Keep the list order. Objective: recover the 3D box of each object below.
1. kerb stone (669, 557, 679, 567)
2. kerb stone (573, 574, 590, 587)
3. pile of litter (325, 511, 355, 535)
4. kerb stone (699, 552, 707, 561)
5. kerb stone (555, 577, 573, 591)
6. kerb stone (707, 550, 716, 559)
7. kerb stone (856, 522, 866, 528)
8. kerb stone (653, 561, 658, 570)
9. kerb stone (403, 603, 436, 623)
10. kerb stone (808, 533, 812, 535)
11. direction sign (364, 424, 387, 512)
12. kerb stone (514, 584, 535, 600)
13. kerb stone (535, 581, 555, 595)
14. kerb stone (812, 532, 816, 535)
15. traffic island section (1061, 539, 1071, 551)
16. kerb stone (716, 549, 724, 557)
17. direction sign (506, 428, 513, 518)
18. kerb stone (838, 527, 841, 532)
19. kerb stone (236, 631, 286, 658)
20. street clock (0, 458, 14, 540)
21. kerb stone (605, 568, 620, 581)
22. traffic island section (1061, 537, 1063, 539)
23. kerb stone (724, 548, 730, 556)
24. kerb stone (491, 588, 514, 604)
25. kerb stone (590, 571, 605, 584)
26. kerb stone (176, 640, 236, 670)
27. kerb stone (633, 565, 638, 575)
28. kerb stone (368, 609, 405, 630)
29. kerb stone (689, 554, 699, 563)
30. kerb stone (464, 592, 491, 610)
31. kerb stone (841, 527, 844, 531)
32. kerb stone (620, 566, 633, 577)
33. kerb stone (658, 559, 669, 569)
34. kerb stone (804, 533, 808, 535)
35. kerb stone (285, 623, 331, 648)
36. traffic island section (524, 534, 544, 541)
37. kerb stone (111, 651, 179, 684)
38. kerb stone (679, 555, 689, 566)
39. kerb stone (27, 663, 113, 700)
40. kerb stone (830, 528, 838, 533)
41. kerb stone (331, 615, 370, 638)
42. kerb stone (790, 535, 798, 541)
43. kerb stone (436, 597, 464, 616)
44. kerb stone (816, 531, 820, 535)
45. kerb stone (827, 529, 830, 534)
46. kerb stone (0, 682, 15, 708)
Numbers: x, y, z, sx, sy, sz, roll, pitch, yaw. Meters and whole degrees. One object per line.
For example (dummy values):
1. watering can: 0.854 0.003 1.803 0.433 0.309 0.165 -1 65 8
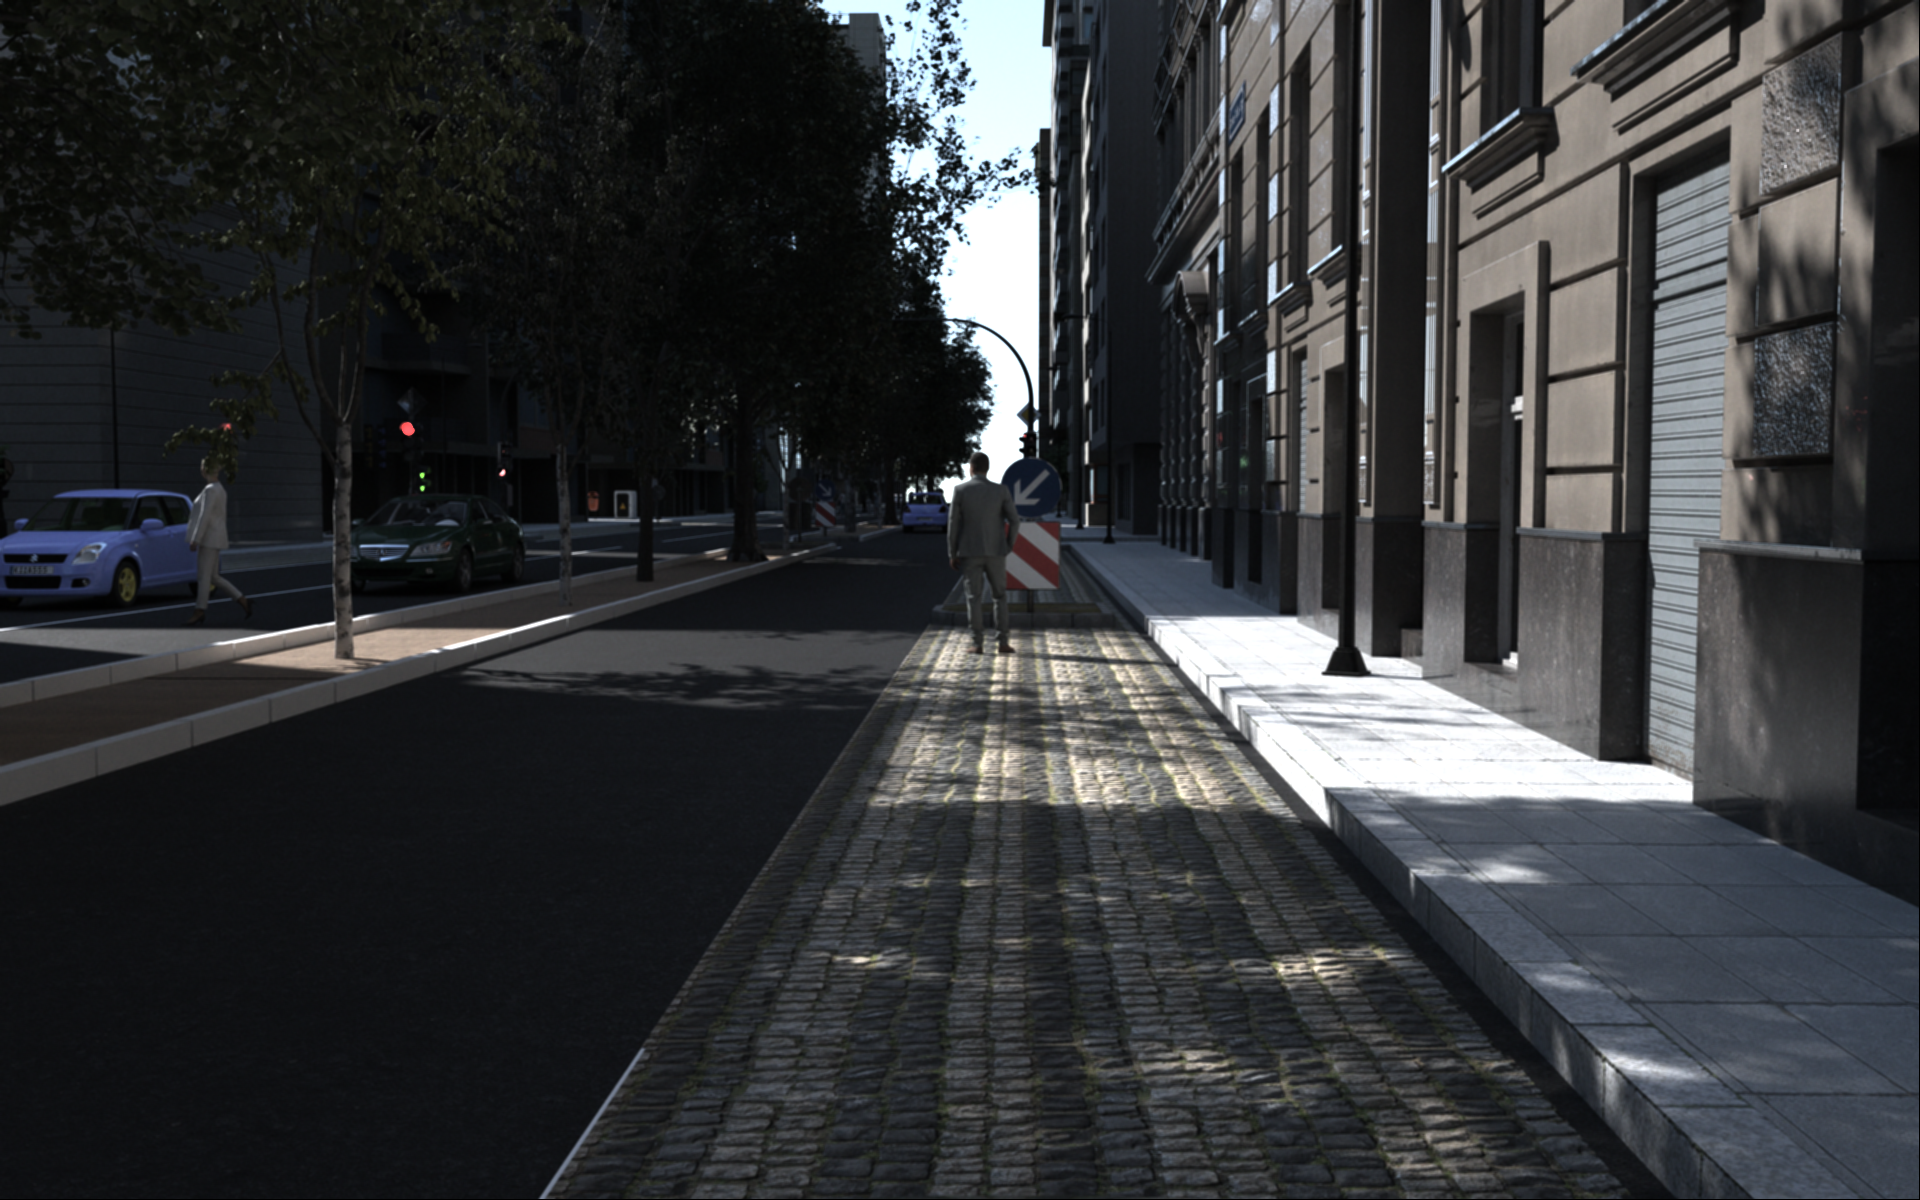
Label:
1. kerb stone: -5.713 -0.720 33.971 0.120 0.150 1.000 0 4 2
2. kerb stone: -5.948 -0.273 26.781 0.120 0.150 1.000 0 4 2
3. pile of litter: -19.452 -2.499 54.828 1.719 0.858 1.176 3 5 41
4. kerb stone: -5.609 -0.903 37.047 0.120 0.150 1.000 0 4 2
5. kerb stone: -5.982 -0.211 25.758 0.120 0.150 1.000 0 4 2
6. kerb stone: -5.568 -0.967 38.068 0.120 0.150 1.000 0 4 2
7. kerb stone: -4.326 -3.257 75.452 0.120 0.150 1.000 0 4 2
8. kerb stone: -5.781 -0.594 31.925 0.120 0.150 1.000 0 4 2
9. kerb stone: -6.187 0.160 19.606 0.120 0.150 1.000 0 4 2
10. kerb stone: -4.978 -2.067 55.998 0.120 0.150 1.000 0 4 2
11. direction sign: -18.981 -3.932 56.279 0.379 3.537 0.876 2 4 31
12. kerb stone: -6.048 -0.092 23.707 0.120 0.150 1.000 0 4 2
13. kerb stone: -6.018 -0.153 24.735 0.120 0.150 1.000 0 4 2
14. kerb stone: -4.938 -2.130 57.025 0.120 0.150 1.000 0 4 2
15. traffic island section: 1.855 -1.390 45.011 2.009 0.180 2.903 0 4 2
16. kerb stone: -5.533 -1.029 39.090 0.120 0.150 1.000 0 4 2
17. direction sign: -15.615 -4.166 60.103 0.379 3.537 0.876 0 4 -3
18. kerb stone: -4.671 -2.629 65.223 0.120 0.150 1.000 0 4 2
19. kerb stone: -6.322 0.416 15.499 0.120 0.150 1.000 0 4 2
20. street clock: -18.839 -1.801 34.011 0.471 2.002 0.358 -3 5 -40
21. kerb stone: -5.875 -0.405 28.825 0.120 0.150 1.000 0 4 2
22. traffic island section: 2.120 -1.878 52.992 2.009 0.180 2.903 0 4 2
23. kerb stone: -5.504 -1.096 40.112 0.120 0.150 1.000 0 4 2
24. kerb stone: -6.086 -0.029 22.685 0.120 0.150 1.000 0 4 2
25. kerb stone: -5.920 -0.343 27.804 0.120 0.150 1.000 0 4 2
26. kerb stone: -6.356 0.472 14.474 0.120 0.150 1.000 0 4 2
27. kerb stone: -5.809 -0.526 30.889 0.120 0.150 1.000 0 4 2
28. kerb stone: -6.221 0.222 18.573 0.120 0.150 1.000 0 4 2
29. kerb stone: -5.642 -0.845 36.017 0.120 0.150 1.000 0 4 2
30. kerb stone: -6.115 0.033 21.657 0.120 0.150 1.000 0 4 2
31. kerb stone: -4.633 -2.690 66.245 0.120 0.150 1.000 0 4 2
32. kerb stone: -5.850 -0.468 29.853 0.120 0.150 1.000 0 4 2
33. kerb stone: -5.738 -0.658 32.949 0.120 0.150 1.000 0 4 2
34. kerb stone: -5.011 -2.001 54.977 0.120 0.150 1.000 0 4 2
35. kerb stone: -6.284 0.349 16.521 0.120 0.150 1.000 0 4 2
36. traffic island section: -14.112 -1.912 53.534 2.009 0.180 2.903 0 4 2
37. kerb stone: -6.389 0.535 13.450 0.120 0.150 1.000 0 4 2
38. kerb stone: -5.677 -0.783 34.995 0.120 0.150 1.000 0 4 2
39. kerb stone: -6.417 0.598 12.425 0.120 0.150 1.000 0 4 2
40. kerb stone: -4.712 -2.568 64.202 0.120 0.150 1.000 0 4 2
41. kerb stone: -6.252 0.293 17.543 0.120 0.150 1.000 0 4 2
42. kerb stone: -5.079 -1.879 52.925 0.120 0.150 1.000 0 4 2
43. kerb stone: -6.152 0.099 20.627 0.120 0.150 1.000 0 4 2
44. kerb stone: -4.908 -2.184 58.047 0.120 0.150 1.000 0 4 2
45. kerb stone: -4.806 -2.381 61.117 0.120 0.150 1.000 0 4 2
46. kerb stone: -6.452 0.665 11.403 0.120 0.150 1.000 0 4 2
